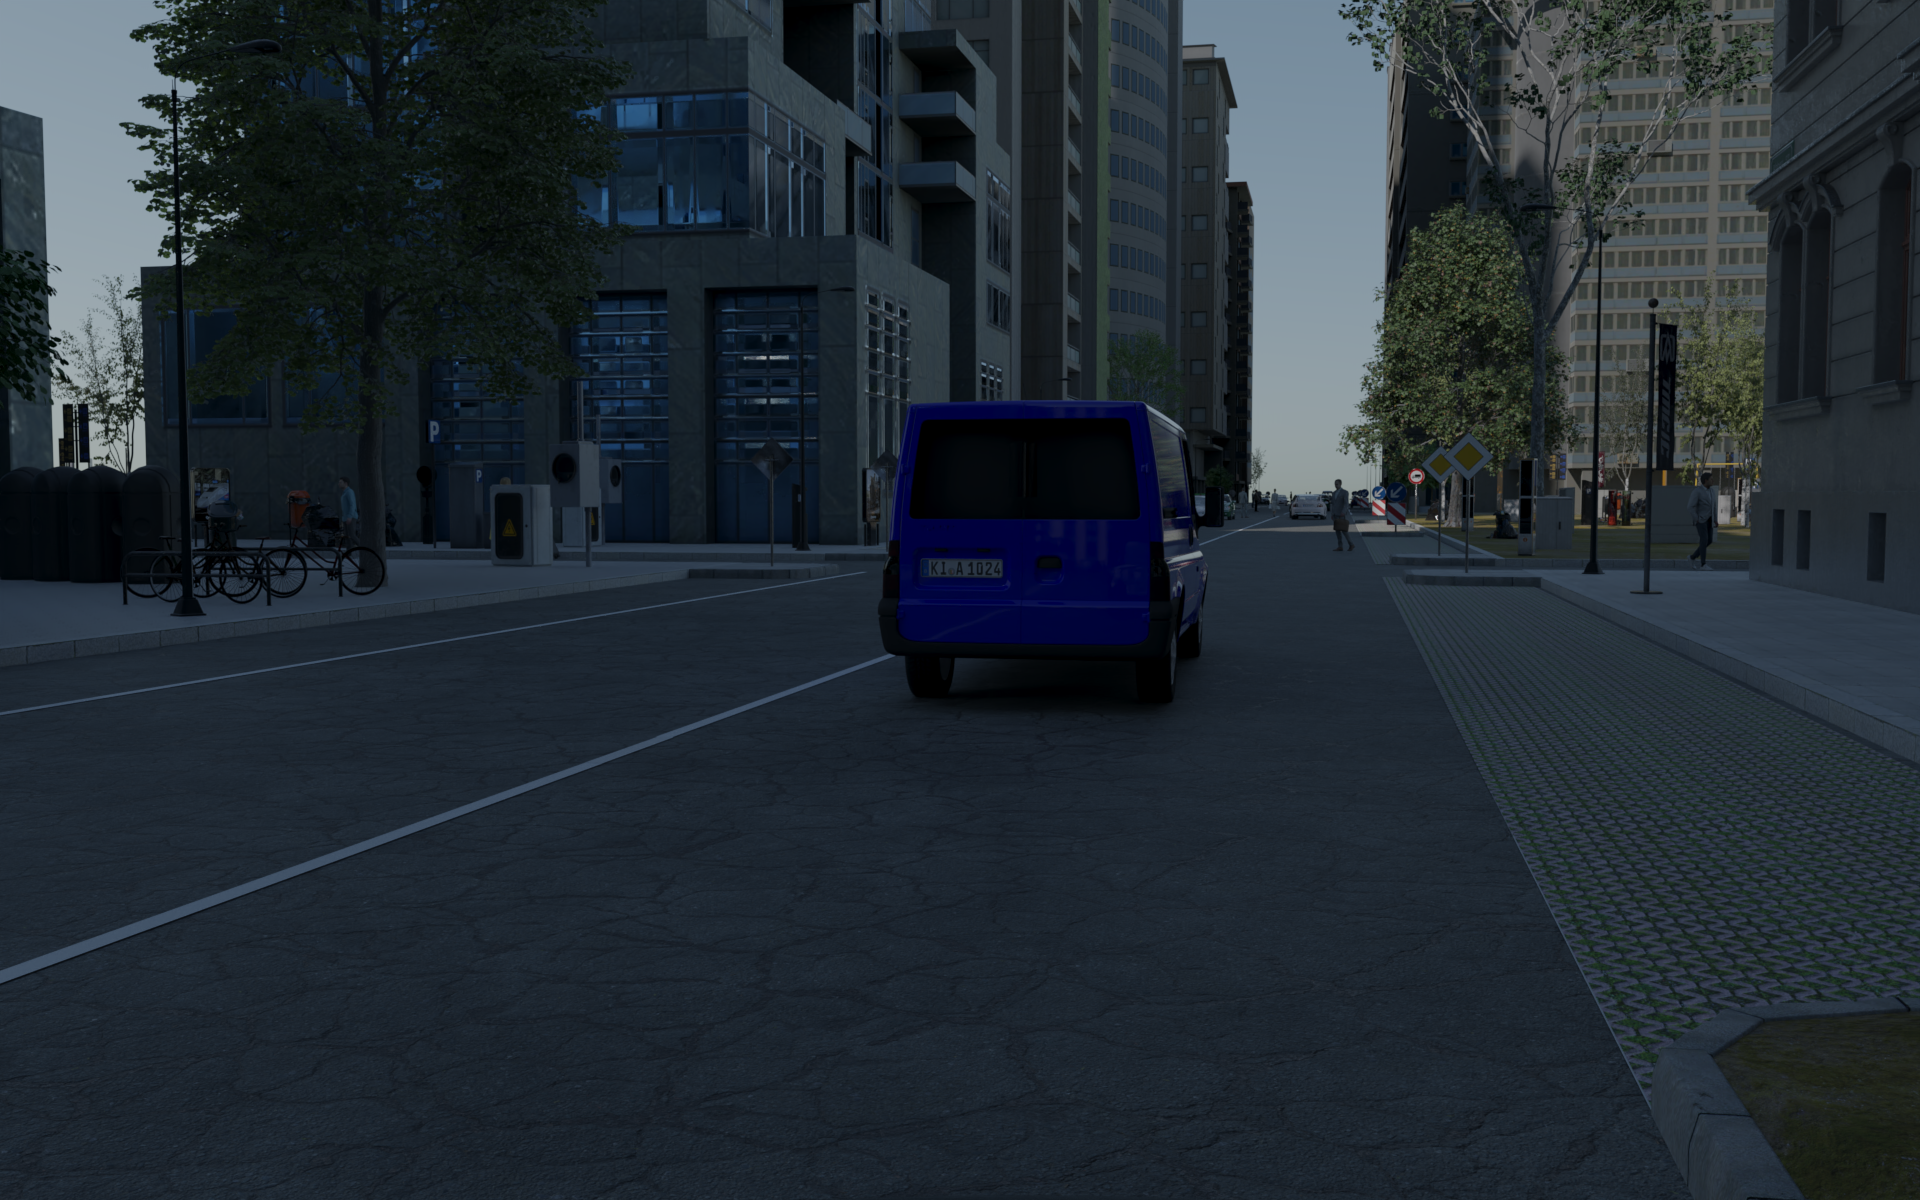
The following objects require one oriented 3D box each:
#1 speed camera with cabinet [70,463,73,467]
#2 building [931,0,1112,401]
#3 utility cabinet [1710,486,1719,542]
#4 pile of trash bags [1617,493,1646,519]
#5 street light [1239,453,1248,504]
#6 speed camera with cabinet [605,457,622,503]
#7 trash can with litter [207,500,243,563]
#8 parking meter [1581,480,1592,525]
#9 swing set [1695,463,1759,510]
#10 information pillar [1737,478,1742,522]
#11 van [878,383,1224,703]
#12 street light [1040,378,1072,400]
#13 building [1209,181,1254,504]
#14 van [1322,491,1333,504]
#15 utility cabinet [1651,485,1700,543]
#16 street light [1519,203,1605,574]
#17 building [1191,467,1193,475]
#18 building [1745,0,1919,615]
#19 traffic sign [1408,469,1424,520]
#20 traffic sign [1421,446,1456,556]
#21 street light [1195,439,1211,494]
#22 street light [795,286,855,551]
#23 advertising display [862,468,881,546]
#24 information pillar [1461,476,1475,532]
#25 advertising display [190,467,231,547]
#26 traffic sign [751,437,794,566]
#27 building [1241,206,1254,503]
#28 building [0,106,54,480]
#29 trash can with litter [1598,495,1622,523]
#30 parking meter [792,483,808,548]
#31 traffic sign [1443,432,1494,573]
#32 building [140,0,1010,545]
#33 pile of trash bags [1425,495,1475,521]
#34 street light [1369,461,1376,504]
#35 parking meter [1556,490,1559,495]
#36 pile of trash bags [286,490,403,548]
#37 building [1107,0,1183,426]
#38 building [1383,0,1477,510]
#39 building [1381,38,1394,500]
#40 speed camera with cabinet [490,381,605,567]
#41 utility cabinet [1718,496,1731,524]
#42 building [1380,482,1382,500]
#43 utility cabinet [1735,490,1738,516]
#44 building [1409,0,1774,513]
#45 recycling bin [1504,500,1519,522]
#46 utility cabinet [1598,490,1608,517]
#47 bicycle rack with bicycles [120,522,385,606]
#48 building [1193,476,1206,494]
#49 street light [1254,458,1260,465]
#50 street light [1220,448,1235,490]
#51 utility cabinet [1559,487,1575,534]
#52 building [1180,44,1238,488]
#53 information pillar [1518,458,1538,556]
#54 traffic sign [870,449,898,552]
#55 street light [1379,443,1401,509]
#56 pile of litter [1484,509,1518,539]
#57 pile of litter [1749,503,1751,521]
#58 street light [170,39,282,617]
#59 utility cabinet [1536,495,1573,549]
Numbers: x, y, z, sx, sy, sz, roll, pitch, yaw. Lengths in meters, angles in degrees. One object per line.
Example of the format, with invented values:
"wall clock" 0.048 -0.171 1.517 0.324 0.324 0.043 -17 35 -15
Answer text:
"speed camera with cabinet" -32.147 -4.268 64.115 2.038 3.252 0.660 -3 5 -39
"building" -0.150 -24.775 88.669 14.154 41.232 14.086 1 4 12
"utility cabinet" 19.343 -2.247 45.409 1.173 1.500 0.318 -2 4 -28
"pile of trash bags" 35.445 -4.968 90.977 3.447 1.369 1.912 -2 4 -31
"street light" 31.259 -13.580 194.571 1.470 5.913 1.316 1 4 12
"speed camera with cabinet" -9.016 -2.944 42.474 0.660 3.252 2.038 1 4 16
"trash can with litter" -13.779 -1.291 32.497 0.624 1.170 1.055 -1 4 -22
"parking meter" 25.750 -4.001 71.128 0.399 1.863 0.255 -1 4 -15
"swing set" 39.068 -5.559 88.515 3.119 2.851 2.862 2 4 30
"information pillar" 36.168 -4.631 80.205 0.304 2.012 0.304 2 4 25
"van" 0.888 -0.569 13.690 2.240 2.365 5.245 1 4 11
"street light" 3.778 -5.927 69.449 1.470 5.913 1.316 1 4 12
"building" 28.662 -35.704 238.384 22.147 44.769 28.867 1 4 12
"van" 45.642 -12.726 215.089 2.013 2.044 4.112 1 4 12
"utility cabinet" 18.475 -2.209 44.794 1.173 1.500 0.318 1 4 18
"street light" 9.639 -3.377 27.748 1.470 5.913 1.316 1 4 12
"building" 9.841 -43.584 150.848 20.563 71.187 20.611 1 4 12
"building" 15.534 -13.796 12.961 14.401 28.519 23.554 1 4 12
"traffic sign" 22.859 -5.302 86.797 0.768 2.556 0.104 1 4 15
"traffic sign" 9.948 -1.973 35.903 0.795 2.450 0.064 1 4 12
"street light" 20.271 -10.550 145.031 1.470 5.913 1.316 1 4 12
"street light" -3.025 -4.061 38.941 1.470 5.913 1.316 1 4 12
"advertising display" -2.189 -2.300 42.821 0.123 1.923 0.974 1 4 18
"information pillar" 17.372 -3.348 59.237 0.304 2.012 0.304 -3 5 -40
"advertising display" -18.261 -2.265 42.239 0.123 1.923 0.974 2 4 35
"traffic sign" -3.330 -1.652 30.655 0.795 2.450 0.064 1 4 12
"building" 36.403 -37.221 258.677 14.600 45.320 14.200 1 4 12
"building" -33.222 -43.255 19.892 31.000 86.520 22.319 1 4 12
"trash can with litter" 29.424 -4.119 78.404 1.678 1.210 2.233 0 4 -5
"parking meter" -3.814 -2.007 41.230 0.372 1.533 0.369 0 3 0
"traffic sign" 8.235 -1.496 28.103 0.795 2.450 0.064 1 4 12
"building" -10.152 -45.602 58.265 22.319 86.520 31.000 1 4 12
"pile of trash bags" 24.219 -4.574 84.545 1.912 1.369 3.447 3 5 41
"street light" 36.922 -10.970 151.899 1.470 5.913 1.316 1 4 12
"parking meter" 34.204 -5.533 98.877 0.372 1.533 0.369 0 3 0
"pile of trash bags" -15.323 -2.000 42.458 3.447 1.369 1.912 2 4 32
"building" 4.551 -35.807 127.448 21.231 58.520 28.212 1 4 12
"building" 52.796 -33.331 168.658 21.300 48.544 21.600 1 4 12
"building" 65.631 -41.694 223.694 21.231 58.520 28.212 1 4 12
"speed camera with cabinet" -7.358 -2.218 30.606 2.038 3.252 0.660 2 4 27
"utility cabinet" 32.512 -3.864 74.342 1.020 1.237 0.306 2 4 31
"building" 77.077 -34.039 248.420 32.217 40.220 23.993 1 4 12
"utility cabinet" 44.387 -5.454 97.857 1.173 1.500 0.318 -1 4 -17
"building" 48.934 -26.334 122.448 32.217 40.220 23.993 1 4 12
"recycling bin" 25.319 -4.081 79.275 0.722 1.027 0.722 2 4 27
"utility cabinet" 35.016 -5.219 94.002 1.173 1.500 0.318 -1 4 -20
"bicycle rack with bicycles" -8.850 -0.465 20.982 2.925 0.926 2.852 0 4 8
"building" 8.386 -29.542 174.900 32.217 40.220 23.993 1 4 12
"street light" 37.832 -15.440 224.987 1.470 5.913 1.316 1 4 12
"street light" 26.923 -12.402 175.310 1.470 5.913 1.316 1 4 12
"utility cabinet" 19.427 -2.865 55.519 0.318 1.500 1.173 1 4 9
"building" 18.392 -38.015 210.778 28.713 52.752 27.495 1 4 12
"information pillar" 11.773 -1.923 35.929 0.304 2.012 0.304 2 4 31
"traffic sign" -1.617 -2.129 38.454 0.795 2.450 0.064 1 4 12
"street light" 30.363 -9.117 121.600 1.470 5.913 1.316 1 4 12
"pile of litter" 15.816 -2.197 49.883 1.176 0.858 1.719 0 4 -4
"pile of litter" 37.441 -4.124 81.393 1.719 0.858 1.176 -2 4 -24
"street light" -7.617 -2.779 17.978 1.470 5.913 1.316 1 4 12
"utility cabinet" 13.689 -1.778 40.229 1.020 1.237 0.306 -1 4 -9
